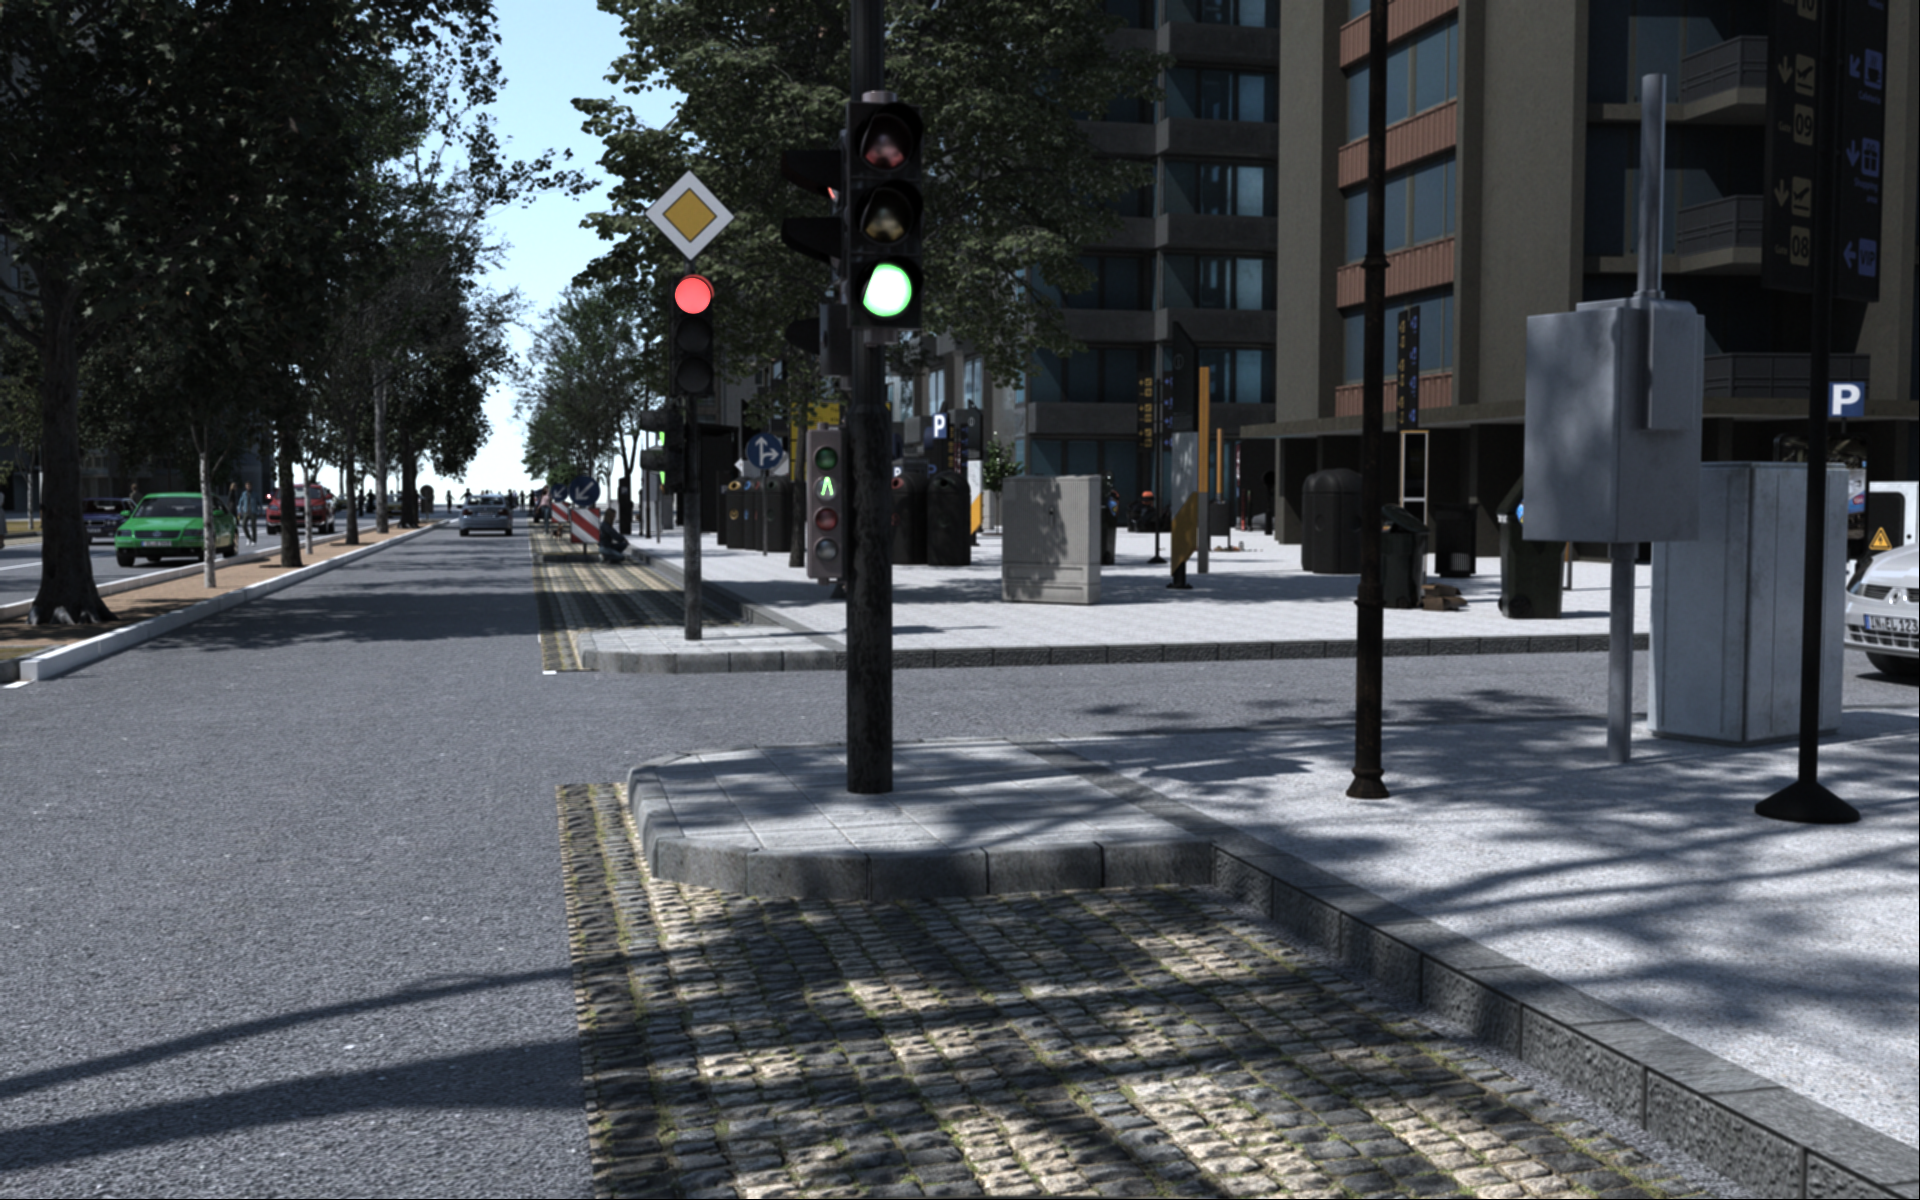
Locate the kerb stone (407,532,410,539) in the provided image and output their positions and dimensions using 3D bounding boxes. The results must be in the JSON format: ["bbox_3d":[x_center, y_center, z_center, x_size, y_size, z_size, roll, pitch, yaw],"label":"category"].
[{"bbox_3d":[-17.484,-1.974,54.466,0.120,0.150,1.000,-1,4,-14],"label":"kerb stone"}]

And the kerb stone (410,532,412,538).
[{"bbox_3d":[-17.730,-2.034,55.458,0.120,0.150,1.000,-1,4,-14],"label":"kerb stone"}]

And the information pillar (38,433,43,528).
[{"bbox_3d":[-34.996,-4.567,66.029,0.183,3.616,0.504,-3,5,-39],"label":"information pillar"}]

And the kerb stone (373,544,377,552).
[{"bbox_3d":[-14.492,-1.246,42.561,0.120,0.150,1.000,-1,4,-14],"label":"kerb stone"}]

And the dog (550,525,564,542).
[{"bbox_3d":[-12.096,-1.999,51.975,0.540,0.507,0.406,0,4,6],"label":"dog"}]

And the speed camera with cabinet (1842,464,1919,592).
[{"bbox_3d":[12.853,-1.741,22.799,0.660,3.252,2.038,-2,4,-30],"label":"speed camera with cabinet"}]

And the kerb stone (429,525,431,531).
[{"bbox_3d":[-20.486,-2.705,66.421,0.120,0.150,1.000,-1,4,-14],"label":"kerb stone"}]

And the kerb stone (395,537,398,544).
[{"bbox_3d":[-16.235,-1.670,49.505,0.120,0.150,1.000,-1,4,-14],"label":"kerb stone"}]

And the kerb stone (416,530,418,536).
[{"bbox_3d":[-18.484,-2.216,58.444,0.120,0.150,1.000,-1,4,-14],"label":"kerb stone"}]

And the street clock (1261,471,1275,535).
[{"bbox_3d":[9.665,-3.033,54.162,0.471,2.002,0.358,-1,4,-12],"label":"street clock"}]

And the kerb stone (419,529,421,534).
[{"bbox_3d":[-18.982,-2.338,60.429,0.120,0.150,1.000,-1,4,-14],"label":"kerb stone"}]

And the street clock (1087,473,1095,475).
[{"bbox_3d":[4.596,-3.445,60.902,0.358,2.002,0.471,1,4,16],"label":"street clock"}]

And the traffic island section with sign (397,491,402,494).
[{"bbox_3d":[-69.317,-12.591,214.487,1.989,1.847,2.006,-1,4,-14],"label":"traffic island section with sign"}]

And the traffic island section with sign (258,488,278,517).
[{"bbox_3d":[-42.481,-6.060,107.705,1.989,1.847,2.006,-1,4,-14],"label":"traffic island section with sign"}]

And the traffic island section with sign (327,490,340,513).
[{"bbox_3d":[-49.064,-7.661,133.881,1.989,1.847,2.006,-1,4,-14],"label":"traffic island section with sign"}]

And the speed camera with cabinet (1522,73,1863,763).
[{"bbox_3d":[3.739,-0.886,8.826,2.038,3.252,0.660,-2,4,-35],"label":"speed camera with cabinet"}]

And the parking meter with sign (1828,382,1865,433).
[{"bbox_3d":[13.943,-1.929,27.807,0.543,3.016,1.738,1,4,13],"label":"parking meter with sign"}]

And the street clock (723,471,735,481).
[{"bbox_3d":[-7.248,-3.037,54.221,0.358,2.002,0.471,1,4,17],"label":"street clock"}]

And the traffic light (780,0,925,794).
[{"bbox_3d":[-2.429,-1.962,6.748,4.771,5.953,1.251,-1,4,-14],"label":"traffic light"}]

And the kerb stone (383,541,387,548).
[{"bbox_3d":[-15.242,-1.419,45.534,0.120,0.150,1.000,-1,4,-14],"label":"kerb stone"}]

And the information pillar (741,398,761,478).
[{"bbox_3d":[-5.140,-3.132,42.560,0.504,3.616,0.183,-2,4,-27],"label":"information pillar"}]

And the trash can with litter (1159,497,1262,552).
[{"bbox_3d":[5.570,-1.717,39.131,2.233,1.210,1.678,3,4,38],"label":"trash can with litter"}]

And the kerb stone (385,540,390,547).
[{"bbox_3d":[-15.495,-1.482,46.524,0.120,0.150,1.000,-1,4,-14],"label":"kerb stone"}]

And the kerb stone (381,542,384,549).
[{"bbox_3d":[-14.984,-1.362,44.545,0.120,0.150,1.000,-1,4,-14],"label":"kerb stone"}]

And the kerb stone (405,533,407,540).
[{"bbox_3d":[-17.240,-1.911,53.474,0.120,0.150,1.000,-1,4,-14],"label":"kerb stone"}]

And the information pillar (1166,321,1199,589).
[{"bbox_3d":[3.016,-1.954,23.302,0.183,3.616,0.504,-2,4,-30],"label":"information pillar"}]

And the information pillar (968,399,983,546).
[{"bbox_3d":[0.366,-3.135,42.610,0.183,3.616,0.504,-3,5,-41],"label":"information pillar"}]

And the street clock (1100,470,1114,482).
[{"bbox_3d":[4.408,-2.902,52.019,0.358,2.002,0.471,3,5,40],"label":"street clock"}]

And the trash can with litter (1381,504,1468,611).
[{"bbox_3d":[5.165,-0.487,19.344,0.624,1.170,1.055,-3,5,-44],"label":"trash can with litter"}]

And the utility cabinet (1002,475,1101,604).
[{"bbox_3d":[1.059,-0.709,20.274,1.173,1.500,0.318,2,4,33],"label":"utility cabinet"}]

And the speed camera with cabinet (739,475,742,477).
[{"bbox_3d":[-10.839,-5.452,83.481,0.660,3.252,2.038,-2,4,-31],"label":"speed camera with cabinet"}]

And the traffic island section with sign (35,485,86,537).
[{"bbox_3d":[-30.294,-3.093,59.205,1.989,1.847,2.006,-1,4,-14],"label":"traffic island section with sign"}]

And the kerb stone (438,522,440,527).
[{"bbox_3d":[-22.239,-3.130,73.377,0.120,0.150,1.000,-1,4,-14],"label":"kerb stone"}]

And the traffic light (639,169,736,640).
[{"bbox_3d":[-2.368,-1.604,15.140,0.839,4.253,0.868,-1,4,-14],"label":"traffic light"}]

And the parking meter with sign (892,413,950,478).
[{"bbox_3d":[-1.077,-2.486,36.900,1.738,3.016,0.543,-3,4,-36],"label":"parking meter with sign"}]

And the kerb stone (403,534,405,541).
[{"bbox_3d":[-16.986,-1.852,52.479,0.120,0.150,1.000,-1,4,-14],"label":"kerb stone"}]

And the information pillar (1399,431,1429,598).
[{"bbox_3d":[5.285,-0.961,20.200,0.304,2.012,0.304,1,4,11],"label":"information pillar"}]

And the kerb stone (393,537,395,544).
[{"bbox_3d":[-15.992,-1.610,48.512,0.120,0.150,1.000,-1,4,-14],"label":"kerb stone"}]

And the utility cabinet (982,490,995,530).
[{"bbox_3d":[0.690,-3.268,62.108,1.173,1.500,0.318,3,4,38],"label":"utility cabinet"}]

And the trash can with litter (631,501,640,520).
[{"bbox_3d":[-16.052,-4.503,85.006,1.055,1.170,0.624,0,4,-5],"label":"trash can with litter"}]

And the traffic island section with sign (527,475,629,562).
[{"bbox_3d":[-8.169,-1.741,37.092,1.989,1.847,2.006,-1,4,-14],"label":"traffic island section with sign"}]

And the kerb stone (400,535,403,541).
[{"bbox_3d":[-16.736,-1.792,51.488,0.120,0.150,1.000,-1,4,-14],"label":"kerb stone"}]

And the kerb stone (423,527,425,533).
[{"bbox_3d":[-19.483,-2.461,62.439,0.120,0.150,1.000,-1,4,-14],"label":"kerb stone"}]

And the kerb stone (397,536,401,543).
[{"bbox_3d":[-16.481,-1.727,50.497,0.120,0.150,1.000,-1,4,-14],"label":"kerb stone"}]

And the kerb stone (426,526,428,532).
[{"bbox_3d":[-19.989,-2.580,64.423,0.120,0.150,1.000,-1,4,-14],"label":"kerb stone"}]

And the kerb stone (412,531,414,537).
[{"bbox_3d":[-17.985,-2.094,56.451,0.120,0.150,1.000,-1,4,-14],"label":"kerb stone"}]

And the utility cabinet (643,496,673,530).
[{"bbox_3d":[-10.851,-3.127,62.291,1.020,1.237,0.306,-1,4,-22],"label":"utility cabinet"}]

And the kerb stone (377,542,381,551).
[{"bbox_3d":[-14.739,-1.306,43.553,0.120,0.150,1.000,-1,4,-14],"label":"kerb stone"}]

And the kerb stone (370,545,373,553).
[{"bbox_3d":[-14.246,-1.183,41.565,0.120,0.150,1.000,-1,4,-14],"label":"kerb stone"}]

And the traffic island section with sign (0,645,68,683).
[{"bbox_3d":[-8.270,-0.324,13.428,2.006,1.907,1.989,-1,4,-14],"label":"traffic island section with sign"}]

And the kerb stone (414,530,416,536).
[{"bbox_3d":[-18.233,-2.156,57.443,0.120,0.150,1.000,-1,4,-14],"label":"kerb stone"}]

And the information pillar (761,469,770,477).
[{"bbox_3d":[-5.457,-2.663,48.037,0.304,2.012,0.304,-2,4,-28],"label":"information pillar"}]

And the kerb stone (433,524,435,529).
[{"bbox_3d":[-21.235,-2.887,69.398,0.120,0.150,1.000,-1,4,-14],"label":"kerb stone"}]

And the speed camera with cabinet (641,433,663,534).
[{"bbox_3d":[-10.095,-3.822,56.827,0.660,3.252,2.038,0,4,-7],"label":"speed camera with cabinet"}]

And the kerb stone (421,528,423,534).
[{"bbox_3d":[-19.237,-2.400,61.442,0.120,0.150,1.000,-1,4,-14],"label":"kerb stone"}]

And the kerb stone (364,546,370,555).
[{"bbox_3d":[-13.994,-1.121,40.564,0.120,0.150,1.000,-1,4,-14],"label":"kerb stone"}]

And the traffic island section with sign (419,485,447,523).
[{"bbox_3d":[-26.599,-4.781,86.305,2.006,1.907,1.989,-1,4,-14],"label":"traffic island section with sign"}]

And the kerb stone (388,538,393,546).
[{"bbox_3d":[-15.734,-1.549,47.518,0.120,0.150,1.000,-1,4,-14],"label":"kerb stone"}]
